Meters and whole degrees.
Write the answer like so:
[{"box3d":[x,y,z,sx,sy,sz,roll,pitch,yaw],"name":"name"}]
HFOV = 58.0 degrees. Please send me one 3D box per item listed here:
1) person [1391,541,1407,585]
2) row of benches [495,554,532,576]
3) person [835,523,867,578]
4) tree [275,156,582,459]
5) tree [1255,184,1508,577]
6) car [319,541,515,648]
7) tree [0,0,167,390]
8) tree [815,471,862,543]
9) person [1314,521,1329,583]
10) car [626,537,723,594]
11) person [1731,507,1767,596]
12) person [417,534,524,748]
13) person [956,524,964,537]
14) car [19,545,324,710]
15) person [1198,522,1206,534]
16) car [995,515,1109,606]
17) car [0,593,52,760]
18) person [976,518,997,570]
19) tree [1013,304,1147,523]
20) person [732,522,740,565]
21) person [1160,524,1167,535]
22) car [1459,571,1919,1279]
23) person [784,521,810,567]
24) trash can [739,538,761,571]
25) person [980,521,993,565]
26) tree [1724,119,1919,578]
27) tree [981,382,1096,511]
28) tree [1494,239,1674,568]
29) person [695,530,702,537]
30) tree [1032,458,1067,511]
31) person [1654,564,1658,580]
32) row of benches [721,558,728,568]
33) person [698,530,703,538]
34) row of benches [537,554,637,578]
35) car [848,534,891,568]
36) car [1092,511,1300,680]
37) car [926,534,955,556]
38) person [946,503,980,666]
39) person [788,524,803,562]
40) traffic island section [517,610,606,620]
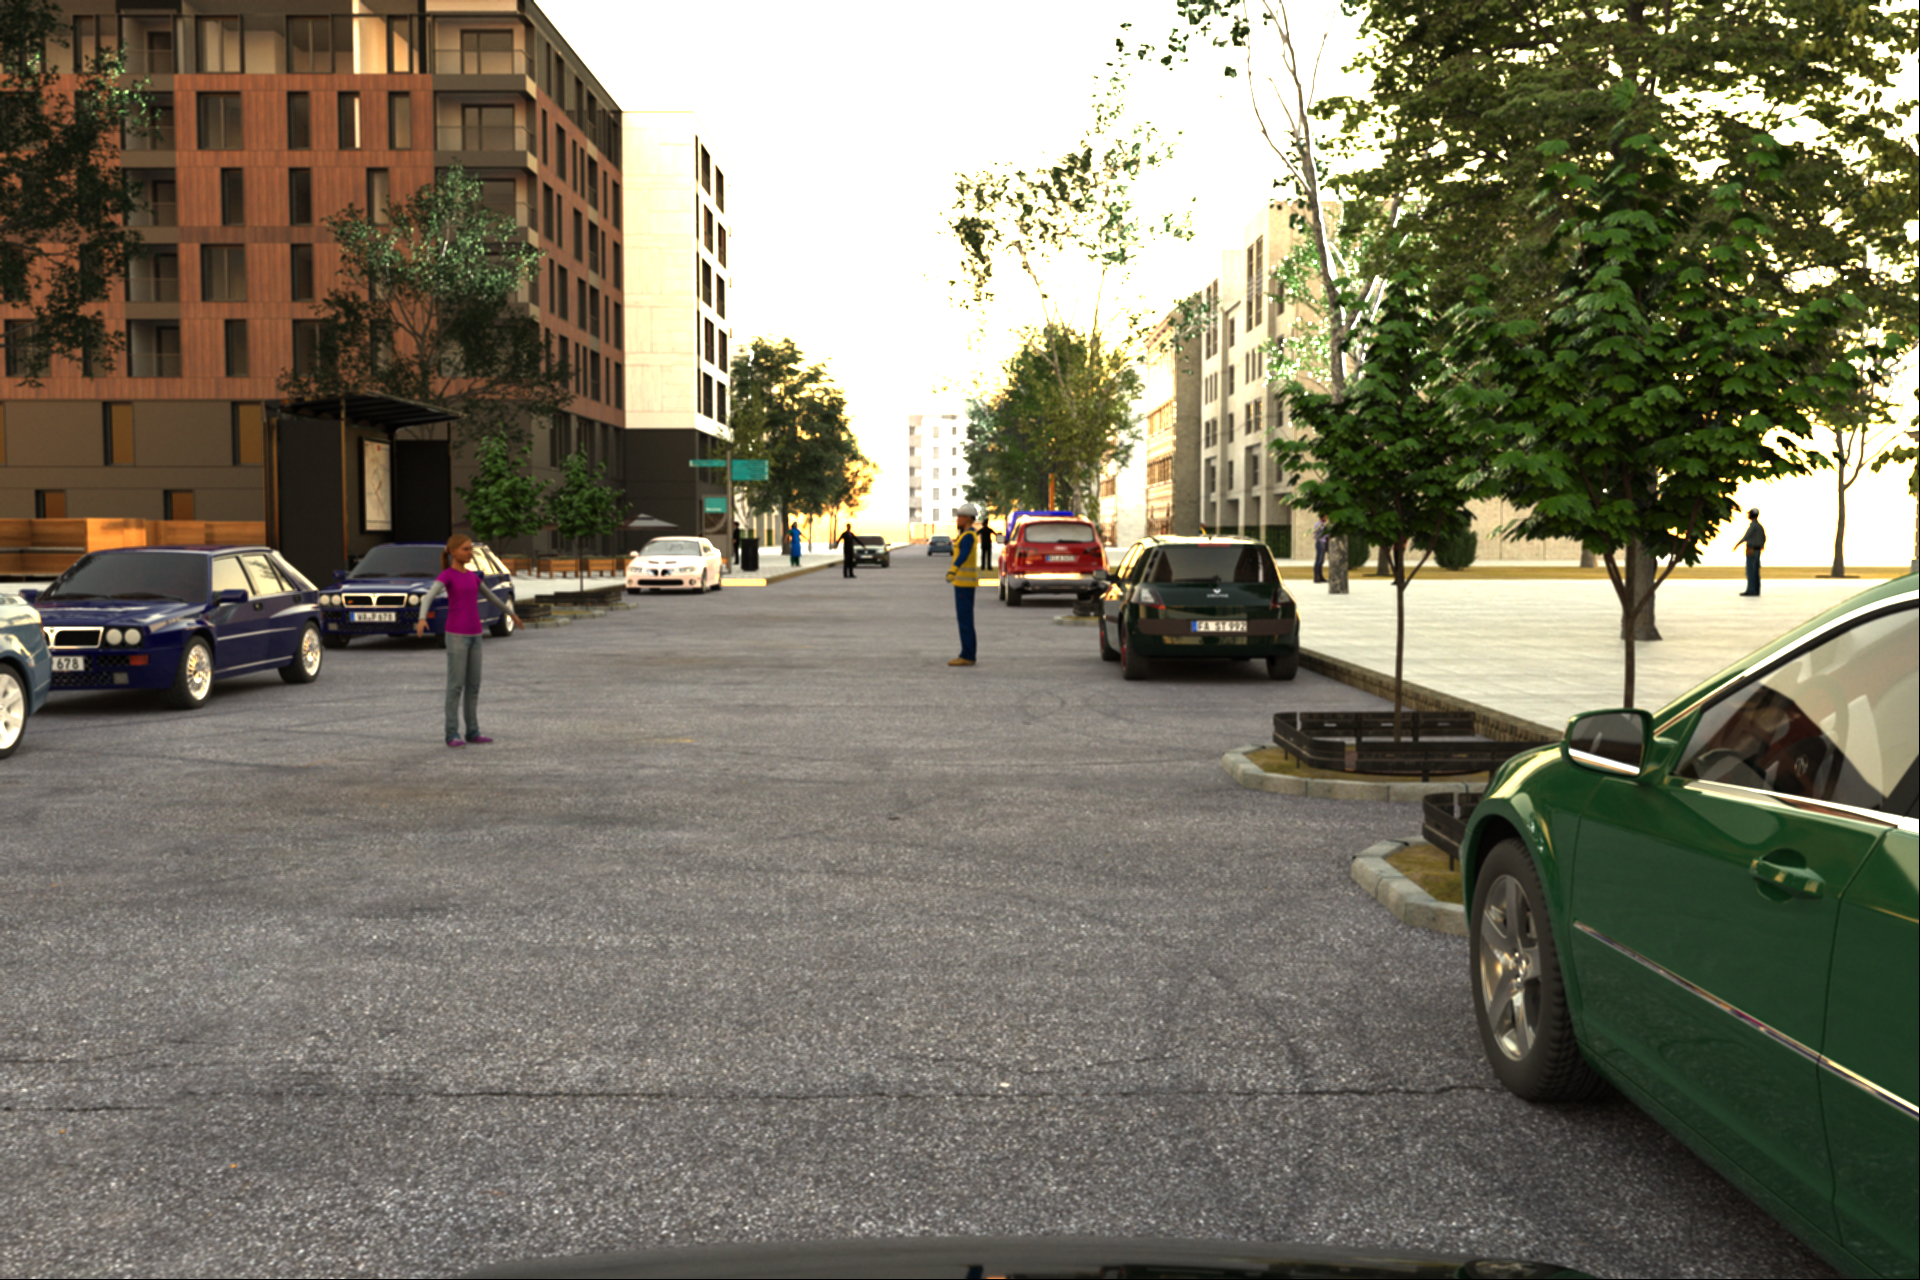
[{"box3d":[10.988,-2.251,43.605,0.721,1.729,1.215,0,4,-6],"name":"person"},{"box3d":[-14.788,-2.368,54.173,4.104,0.672,1.422,3,5,41],"name":"row of benches"},{"box3d":[-3.637,-2.948,56.879,1.346,1.802,0.704,-3,5,-45],"name":"person"},{"box3d":[-12.727,-6.584,42.060,7.601,10.594,8.767,-3,4,-37],"name":"tree"},{"box3d":[12.793,-7.729,52.120,9.928,11.665,9.643,0,3,0],"name":"tree"},{"box3d":[-7.145,-0.634,22.954,1.945,1.354,3.894,0,4,0],"name":"car"},{"box3d":[-13.110,-5.260,20.419,7.601,10.594,8.767,-1,4,-14],"name":"tree"},{"box3d":[-16.932,-18.677,239.786,7.601,10.594,8.767,0,4,-2],"name":"tree"},{"box3d":[9.616,-2.425,45.568,0.599,1.838,0.709,2,4,24],"name":"person"},{"box3d":[-7.017,-1.866,42.872,2.083,1.381,4.827,0,4,0],"name":"car"},{"box3d":[16.464,-1.845,36.012,1.345,1.849,0.704,-3,5,-40],"name":"person"},{"box3d":[-3.315,0.001,11.712,0.599,1.433,0.991,2,4,27],"name":"person"},{"box3d":[0.047,-2.106,42.663,0.705,1.856,1.354,0,4,2],"name":"person"},{"box3d":[-7.084,-0.170,15.361,1.945,1.354,3.894,0,4,0],"name":"car"},{"box3d":[10.683,-4.286,76.050,0.705,1.833,1.349,1,4,22],"name":"person"},{"box3d":[1.889,-1.671,35.988,2.281,1.827,5.304,0,4,-1],"name":"car"},{"box3d":[-6.934,0.139,9.732,2.014,1.417,4.499,0,3,0],"name":"car"},{"box3d":[0.948,-3.397,61.481,1.347,1.837,0.705,1,4,17],"name":"person"},{"box3d":[3.942,-6.384,54.740,4.737,8.622,4.395,0,3,0],"name":"tree"},{"box3d":[-9.451,-4.086,72.997,0.705,1.806,1.347,0,4,-7],"name":"person"},{"box3d":[9.488,-4.573,81.577,0.721,1.733,1.217,1,4,13],"name":"person"},{"box3d":[2.327,0.537,3.017,2.131,1.459,4.920,0,4,-1],"name":"car"},{"box3d":[-6.467,-3.805,68.336,0.704,1.817,1.347,3,5,42],"name":"person"},{"box3d":[-7.251,-2.940,59.724,0.748,1.137,0.748,0,3,0],"name":"trash can"},{"box3d":[1.043,-3.948,70.735,0.705,1.806,1.347,-1,4,-18],"name":"person"},{"box3d":[25.966,-8.571,50.498,12.009,13.543,11.850,0,3,0],"name":"tree"},{"box3d":[5.028,-11.920,113.022,7.486,12.596,7.792,0,3,0],"name":"tree"},{"box3d":[24.138,-9.765,66.313,9.857,13.997,8.962,0,3,0],"name":"tree"},{"box3d":[-11.543,-4.460,78.775,1.347,1.847,0.705,1,4,10],"name":"person"},{"box3d":[13.415,-19.843,242.559,7.486,12.596,7.792,0,3,0],"name":"tree"},{"box3d":[10.343,-1.034,26.146,0.628,1.438,0.799,-1,4,-12],"name":"person"},{"box3d":[-9.922,-2.905,62.956,1.422,0.672,4.104,2,4,30],"name":"row of benches"},{"box3d":[-10.828,-4.141,73.841,0.704,1.812,1.346,2,4,33],"name":"person"},{"box3d":[-10.859,-2.226,51.857,1.422,0.672,4.104,3,4,36],"name":"row of benches"},{"box3d":[-3.951,-3.979,74.837,2.009,1.686,4.222,0,4,0],"name":"car"},{"box3d":[2.450,-0.526,18.394,2.009,1.686,4.222,0,3,0],"name":"car"},{"box3d":[-1.282,-6.348,115.794,2.014,1.417,4.499,0,4,0],"name":"car"},{"box3d":[-0.016,-0.614,18.967,0.721,1.772,1.216,0,4,7],"name":"person"},{"box3d":[-7.344,-4.309,77.178,0.721,1.740,1.216,-2,4,-34],"name":"person"},{"box3d":[-7.190,-0.426,29.834,1.991,0.108,1.994,0,4,0],"name":"traffic island section"}]
